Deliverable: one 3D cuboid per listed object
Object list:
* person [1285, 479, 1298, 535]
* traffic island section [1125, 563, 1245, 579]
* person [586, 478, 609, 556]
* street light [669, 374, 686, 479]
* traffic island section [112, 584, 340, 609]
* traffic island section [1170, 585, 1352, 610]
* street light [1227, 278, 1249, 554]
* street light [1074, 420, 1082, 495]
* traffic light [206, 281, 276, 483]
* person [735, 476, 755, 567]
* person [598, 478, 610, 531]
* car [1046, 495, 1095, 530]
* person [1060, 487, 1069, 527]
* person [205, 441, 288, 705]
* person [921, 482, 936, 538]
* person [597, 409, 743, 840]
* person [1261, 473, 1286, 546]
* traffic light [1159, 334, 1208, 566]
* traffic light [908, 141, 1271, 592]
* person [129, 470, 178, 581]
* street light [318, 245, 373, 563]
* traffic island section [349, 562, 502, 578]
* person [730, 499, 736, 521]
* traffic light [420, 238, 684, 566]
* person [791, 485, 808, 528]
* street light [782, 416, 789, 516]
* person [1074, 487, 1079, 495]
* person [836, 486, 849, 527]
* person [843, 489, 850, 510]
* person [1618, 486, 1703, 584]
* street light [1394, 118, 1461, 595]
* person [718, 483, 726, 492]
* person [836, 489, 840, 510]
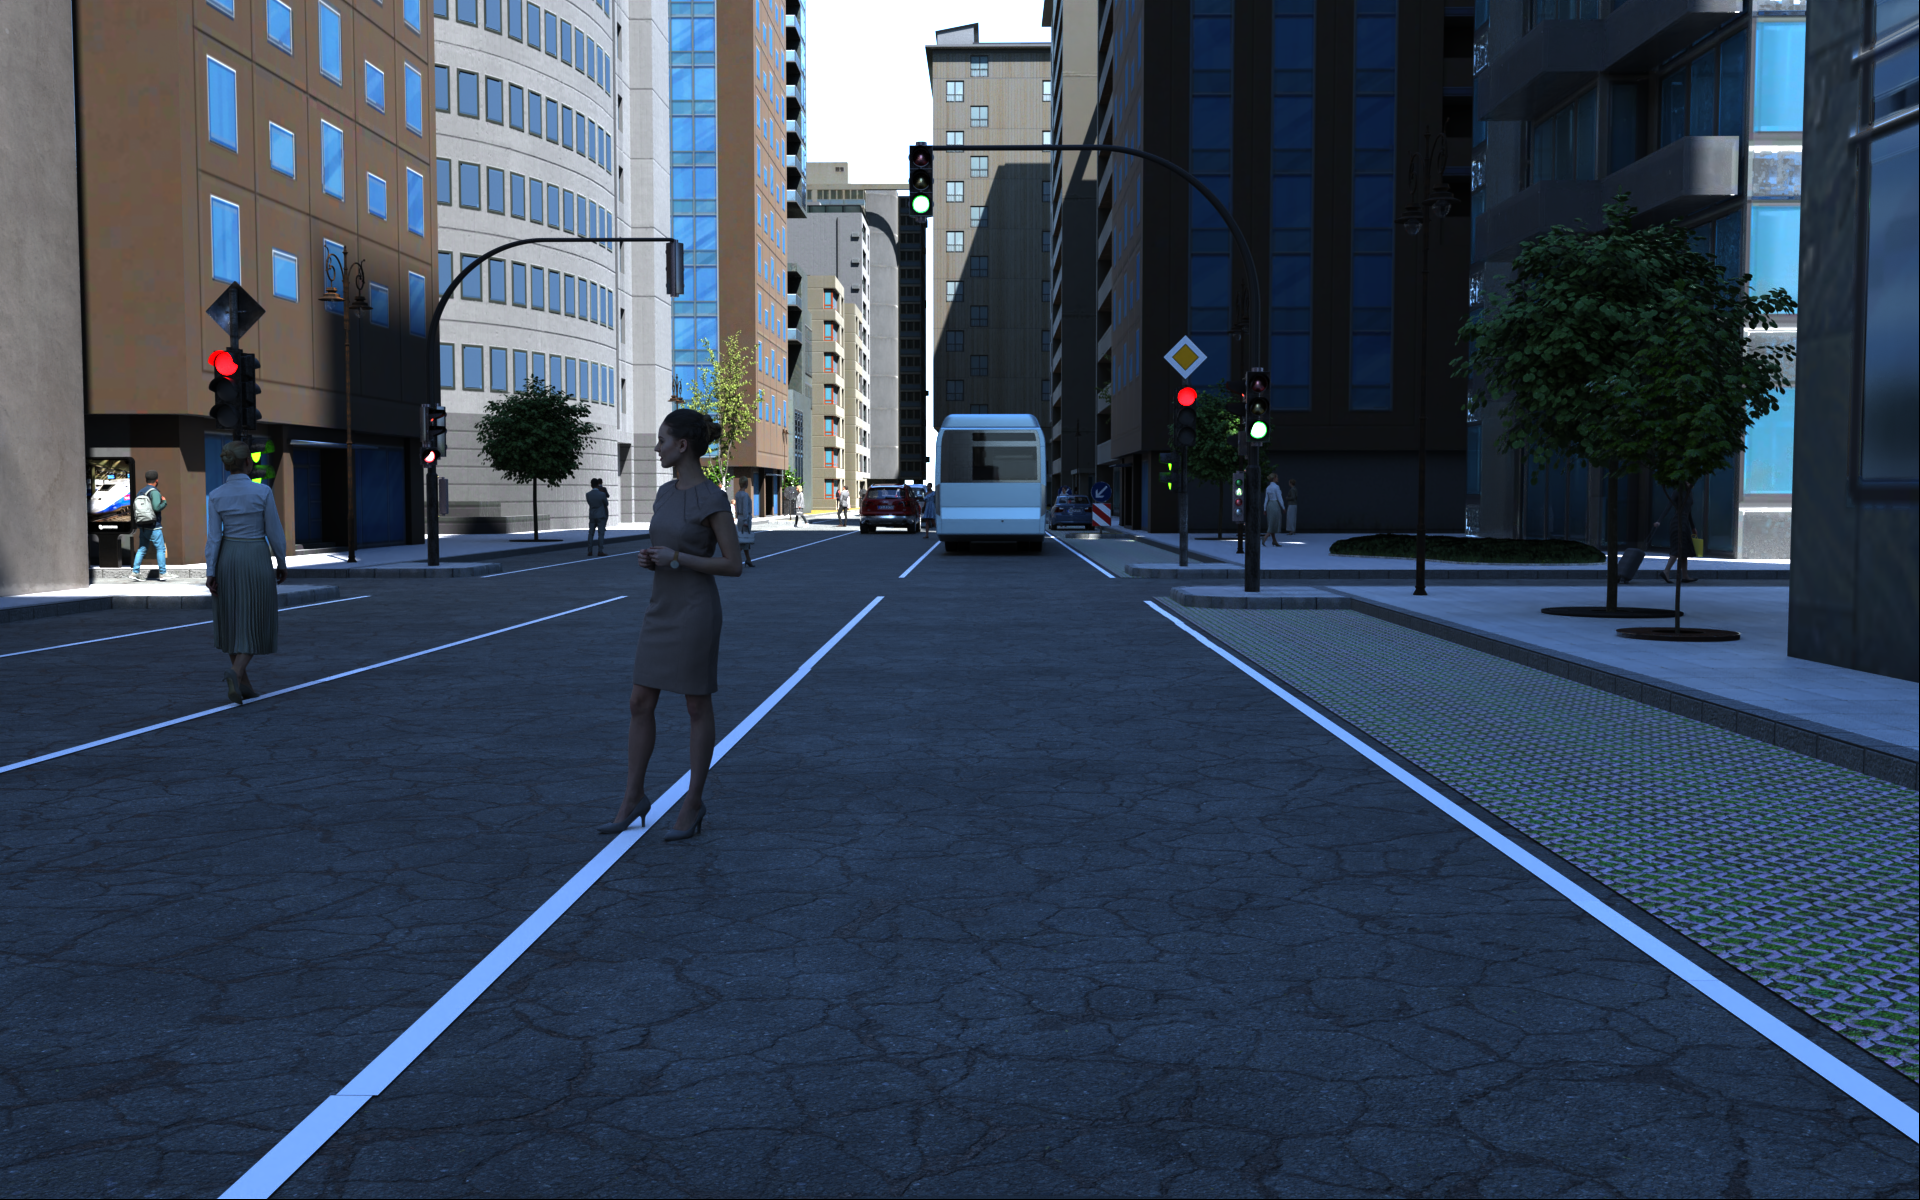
[{"bbox_3d":[10.390,-2.922,54.359,0.362,1.759,0.519,2,4,24],"label":"person"},{"bbox_3d":[3.994,-0.520,30.782,2.009,0.180,2.903,0,4,1],"label":"traffic island section"},{"bbox_3d":[-8.427,-1.932,40.271,0.511,1.800,0.466,0,4,-1],"label":"person"},{"bbox_3d":[-10.881,-5.746,66.741,0.468,5.910,1.993,0,4,1],"label":"street light"},{"bbox_3d":[-9.583,-0.046,23.034,2.009,0.180,2.903,0,4,1],"label":"traffic island section"},{"bbox_3d":[3.857,-0.032,22.798,2.009,0.180,2.903,0,4,1],"label":"traffic island section"},{"bbox_3d":[6.054,-3.942,37.234,0.468,5.910,1.993,0,4,1],"label":"street light"},{"bbox_3d":[7.168,-8.112,105.420,0.468,5.910,1.993,0,4,1],"label":"street light"},{"bbox_3d":[-9.543,-2.078,22.898,0.839,4.253,0.868,0,4,1],"label":"traffic light"},{"bbox_3d":[-4.272,-1.528,33.831,0.624,1.780,0.694,-1,4,-21],"label":"person"},{"bbox_3d":[-12.538,-3.333,60.497,0.622,1.834,0.822,0,4,-1],"label":"person"},{"bbox_3d":[4.458,-3.504,69.301,2.014,1.417,4.499,0,4,1],"label":"car"},{"bbox_3d":[4.427,-4.000,74.467,0.480,1.755,0.524,1,4,15],"label":"person"},{"bbox_3d":[-4.927,-0.193,11.875,0.478,1.798,0.641,0,4,3],"label":"person"},{"bbox_3d":[-0.951,-2.894,55.918,0.778,1.811,0.616,-3,5,-45],"label":"person"},{"bbox_3d":[-1.207,0.100,7.206,0.599,1.781,0.374,3,4,39],"label":"person"},{"bbox_3d":[7.602,-2.199,42.228,0.641,1.798,0.478,-1,4,-18],"label":"person"},{"bbox_3d":[3.954,-2.553,30.669,0.839,4.253,0.868,0,4,1],"label":"traffic light"},{"bbox_3d":[1.724,-2.930,22.579,4.771,5.953,1.251,0,4,1],"label":"traffic light"},{"bbox_3d":[-13.267,-1.217,28.389,0.713,1.824,0.794,-3,5,-40],"label":"person"},{"bbox_3d":[-11.420,-3.643,32.345,0.468,5.910,1.993,0,4,1],"label":"street light"},{"bbox_3d":[-9.445,-0.534,31.018,2.009,0.180,2.903,0,4,1],"label":"traffic island section"},{"bbox_3d":[-9.369,-3.519,71.046,0.382,1.210,0.505,0,4,6],"label":"person"},{"bbox_3d":[-7.312,-3.438,30.881,4.771,5.953,1.251,0,4,1],"label":"traffic light"},{"bbox_3d":[-6.785,-3.975,73.675,0.728,1.800,0.709,-1,4,-23],"label":"person"},{"bbox_3d":[-10.248,-7.843,101.028,0.468,5.910,1.993,0,4,1],"label":"street light"},{"bbox_3d":[7.367,-6.208,108.269,0.721,1.735,1.217,-1,4,-10],"label":"person"},{"bbox_3d":[-5.144,-4.124,76.109,0.592,1.802,0.473,-2,4,-35],"label":"person"},{"bbox_3d":[-9.331,-8.290,142.256,0.621,1.740,0.551,0,4,0],"label":"person"},{"bbox_3d":[11.254,-1.171,27.858,1.509,1.804,0.699,0,4,-2],"label":"person"},{"bbox_3d":[5.846,-2.999,21.823,0.468,5.910,1.993,0,4,1],"label":"street light"},{"bbox_3d":[-11.591,-4.726,83.410,0.679,1.850,0.850,0,4,4],"label":"person"},{"bbox_3d":[-9.409,-7.820,135.364,0.593,1.643,0.415,-1,4,-10],"label":"person"}]
